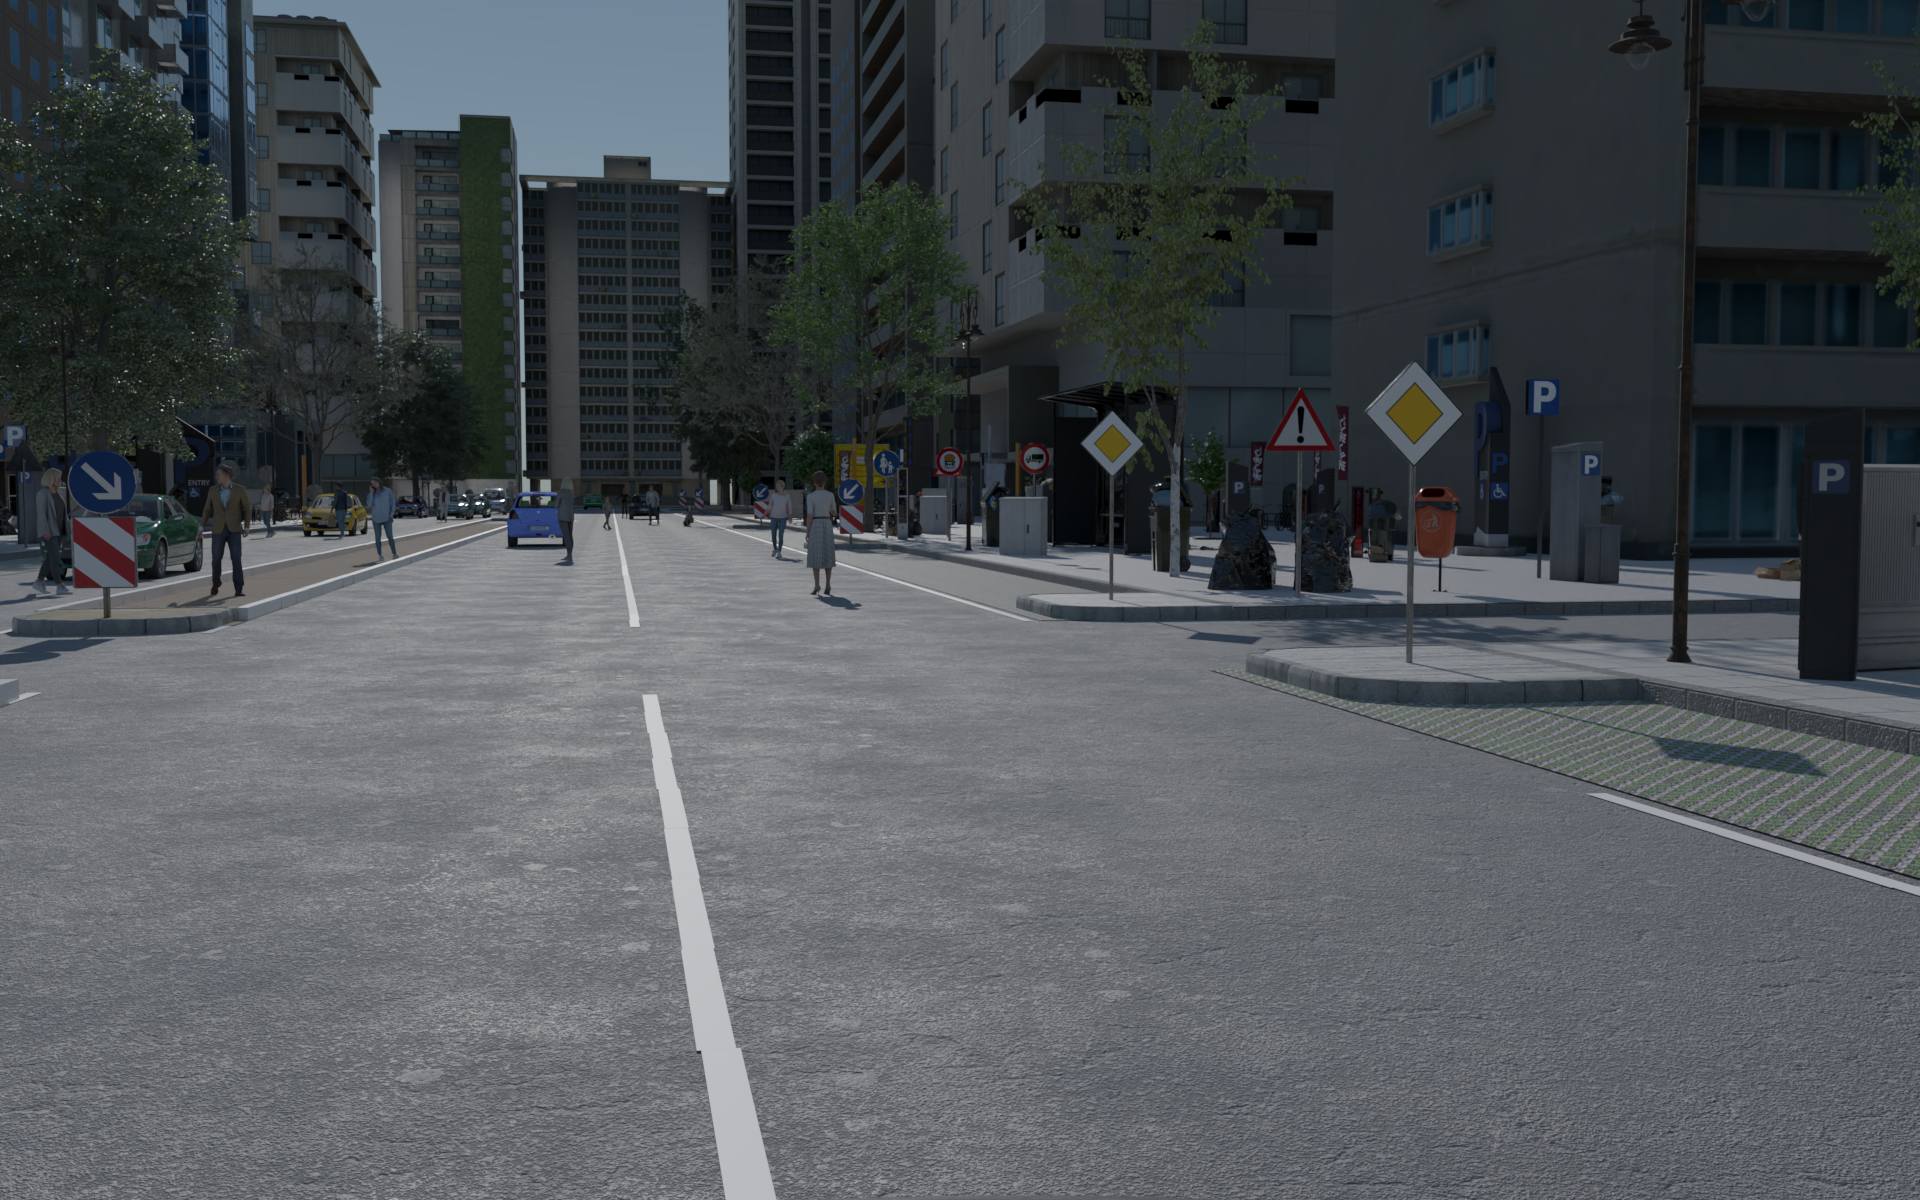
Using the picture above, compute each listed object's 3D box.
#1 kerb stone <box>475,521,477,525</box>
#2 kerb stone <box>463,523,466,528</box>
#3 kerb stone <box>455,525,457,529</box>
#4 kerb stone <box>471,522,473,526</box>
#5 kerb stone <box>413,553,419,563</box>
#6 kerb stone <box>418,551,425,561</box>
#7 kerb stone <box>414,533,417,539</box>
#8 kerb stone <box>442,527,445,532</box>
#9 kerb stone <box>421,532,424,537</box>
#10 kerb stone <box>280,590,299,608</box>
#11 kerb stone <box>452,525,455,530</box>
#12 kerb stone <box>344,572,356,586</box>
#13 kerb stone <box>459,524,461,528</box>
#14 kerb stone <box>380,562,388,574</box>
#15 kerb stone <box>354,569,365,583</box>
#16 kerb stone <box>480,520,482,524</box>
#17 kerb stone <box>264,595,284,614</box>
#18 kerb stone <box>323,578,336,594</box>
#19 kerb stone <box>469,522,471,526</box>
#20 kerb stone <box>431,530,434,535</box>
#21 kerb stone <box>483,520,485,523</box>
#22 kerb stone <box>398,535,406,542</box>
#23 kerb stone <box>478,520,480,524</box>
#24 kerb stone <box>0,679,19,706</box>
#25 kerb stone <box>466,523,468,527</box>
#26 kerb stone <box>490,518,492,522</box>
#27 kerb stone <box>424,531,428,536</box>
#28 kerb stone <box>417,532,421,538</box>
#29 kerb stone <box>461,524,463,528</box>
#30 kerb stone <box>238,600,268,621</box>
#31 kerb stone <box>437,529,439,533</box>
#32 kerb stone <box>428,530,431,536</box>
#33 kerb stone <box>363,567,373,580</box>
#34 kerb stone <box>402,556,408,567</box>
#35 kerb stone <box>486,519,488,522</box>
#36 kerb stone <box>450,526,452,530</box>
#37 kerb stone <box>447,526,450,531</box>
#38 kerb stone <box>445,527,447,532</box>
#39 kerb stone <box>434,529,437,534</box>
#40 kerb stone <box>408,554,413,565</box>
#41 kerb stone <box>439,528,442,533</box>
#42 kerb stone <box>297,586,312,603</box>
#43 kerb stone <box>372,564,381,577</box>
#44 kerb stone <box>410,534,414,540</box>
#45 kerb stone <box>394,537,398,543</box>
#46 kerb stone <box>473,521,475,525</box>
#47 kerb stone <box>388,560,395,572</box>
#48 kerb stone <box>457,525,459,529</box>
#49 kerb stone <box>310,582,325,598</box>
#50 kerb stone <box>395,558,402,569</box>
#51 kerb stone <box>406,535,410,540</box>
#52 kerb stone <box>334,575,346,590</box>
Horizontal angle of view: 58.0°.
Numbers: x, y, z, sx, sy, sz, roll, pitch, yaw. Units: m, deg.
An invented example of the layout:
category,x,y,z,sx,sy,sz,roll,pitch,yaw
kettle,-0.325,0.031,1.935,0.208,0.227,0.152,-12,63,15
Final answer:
category,x,y,z,sx,sy,sz,roll,pitch,yaw
kerb stone,-22.250,-3.471,78.943,0.120,0.150,1.000,-1,4,-11
kerb stone,-21.028,-3.100,72.911,0.120,0.150,1.000,-1,4,-11
kerb stone,-20.222,-2.856,68.893,0.120,0.150,1.000,-1,4,-11
kerb stone,-21.846,-3.345,76.934,0.120,0.150,1.000,-1,4,-11
kerb stone,-11.456,-0.854,36.159,0.120,0.150,1.000,-1,4,-11
kerb stone,-11.659,-0.915,37.161,0.120,0.150,1.000,-1,4,-11
kerb stone,-17.374,-1.996,54.833,0.120,0.150,1.000,-1,4,-11
kerb stone,-19.208,-2.550,63.883,0.120,0.150,1.000,-1,4,-11
kerb stone,-17.784,-2.117,56.837,0.120,0.150,1.000,-1,4,-11
kerb stone,-8.610,0.008,22.064,0.120,0.150,1.000,-1,4,-11
kerb stone,-20.015,-2.795,67.892,0.120,0.150,1.000,-1,4,-11
kerb stone,-9.628,-0.299,27.086,0.120,0.150,1.000,-1,4,-11
kerb stone,-20.621,-2.979,70.904,0.120,0.150,1.000,-1,4,-11
kerb stone,-10.443,-0.546,31.118,0.120,0.150,1.000,-1,4,-11
kerb stone,-9.823,-0.361,28.090,0.120,0.150,1.000,-1,4,-11
kerb stone,-22.858,-3.651,81.957,0.120,0.150,1.000,-1,4,-11
kerb stone,-8.410,0.071,21.055,0.120,0.150,1.000,-1,4,-11
kerb stone,-9.212,-0.176,25.076,0.120,0.150,1.000,-1,4,-11
kerb stone,-21.636,-3.286,75.933,0.120,0.150,1.000,-1,4,-11
kerb stone,-18.390,-2.302,59.851,0.120,0.150,1.000,-1,4,-11
kerb stone,-23.264,-3.777,83.970,0.120,0.150,1.000,-1,4,-11
kerb stone,-16.769,-1.812,51.820,0.120,0.150,1.000,-1,4,-11
kerb stone,-22.652,-3.594,80.955,0.120,0.150,1.000,-1,4,-11
kerb stone,-6.490,0.653,11.519,0.120,0.150,1.000,-1,4,-11
kerb stone,-21.232,-3.159,73.926,0.120,0.150,1.000,-1,4,-11
kerb stone,-24.284,-4.085,88.993,0.120,0.150,1.000,-1,4,-11
kerb stone,-17.980,-2.180,57.841,0.120,0.150,1.000,-1,4,-11
kerb stone,-17.578,-2.054,55.836,0.120,0.150,1.000,-1,4,-11
kerb stone,-20.827,-3.040,71.906,0.120,0.150,1.000,-1,4,-11
kerb stone,-8.206,0.131,20.053,0.120,0.150,1.000,-1,4,-11
kerb stone,-18.798,-2.426,61.865,0.120,0.150,1.000,-1,4,-11
kerb stone,-18.191,-2.242,58.846,0.120,0.150,1.000,-1,4,-11
kerb stone,-10.031,-0.422,29.103,0.120,0.150,1.000,-1,4,-11
kerb stone,-11.049,-0.726,34.136,0.120,0.150,1.000,-1,4,-11
kerb stone,-23.675,-3.901,85.980,0.120,0.150,1.000,-1,4,-11
kerb stone,-19.810,-2.734,66.890,0.120,0.150,1.000,-1,4,-11
kerb stone,-19.610,-2.672,65.888,0.120,0.150,1.000,-1,4,-11
kerb stone,-19.411,-2.611,64.885,0.120,0.150,1.000,-1,4,-11
kerb stone,-18.594,-2.365,60.856,0.120,0.150,1.000,-1,4,-11
kerb stone,-11.265,-0.790,35.154,0.120,0.150,1.000,-1,4,-11
kerb stone,-18.995,-2.488,62.868,0.120,0.150,1.000,-1,4,-11
kerb stone,-8.810,-0.050,23.070,0.120,0.150,1.000,-1,4,-11
kerb stone,-10.234,-0.484,30.114,0.120,0.150,1.000,-1,4,-11
kerb stone,-17.173,-1.935,53.829,0.120,0.150,1.000,-1,4,-11
kerb stone,-16.365,-1.688,49.796,0.120,0.150,1.000,-1,4,-11
kerb stone,-22.055,-3.401,77.940,0.120,0.150,1.000,-1,4,-11
kerb stone,-10.645,-0.607,32.126,0.120,0.150,1.000,-1,4,-11
kerb stone,-20.421,-2.916,69.896,0.120,0.150,1.000,-1,4,-11
kerb stone,-9.012,-0.115,24.072,0.120,0.150,1.000,-1,4,-11
kerb stone,-10.848,-0.669,33.132,0.120,0.150,1.000,-1,4,-11
kerb stone,-16.978,-1.871,52.821,0.120,0.150,1.000,-1,4,-11
kerb stone,-9.429,-0.237,26.075,0.120,0.150,1.000,-1,4,-11
